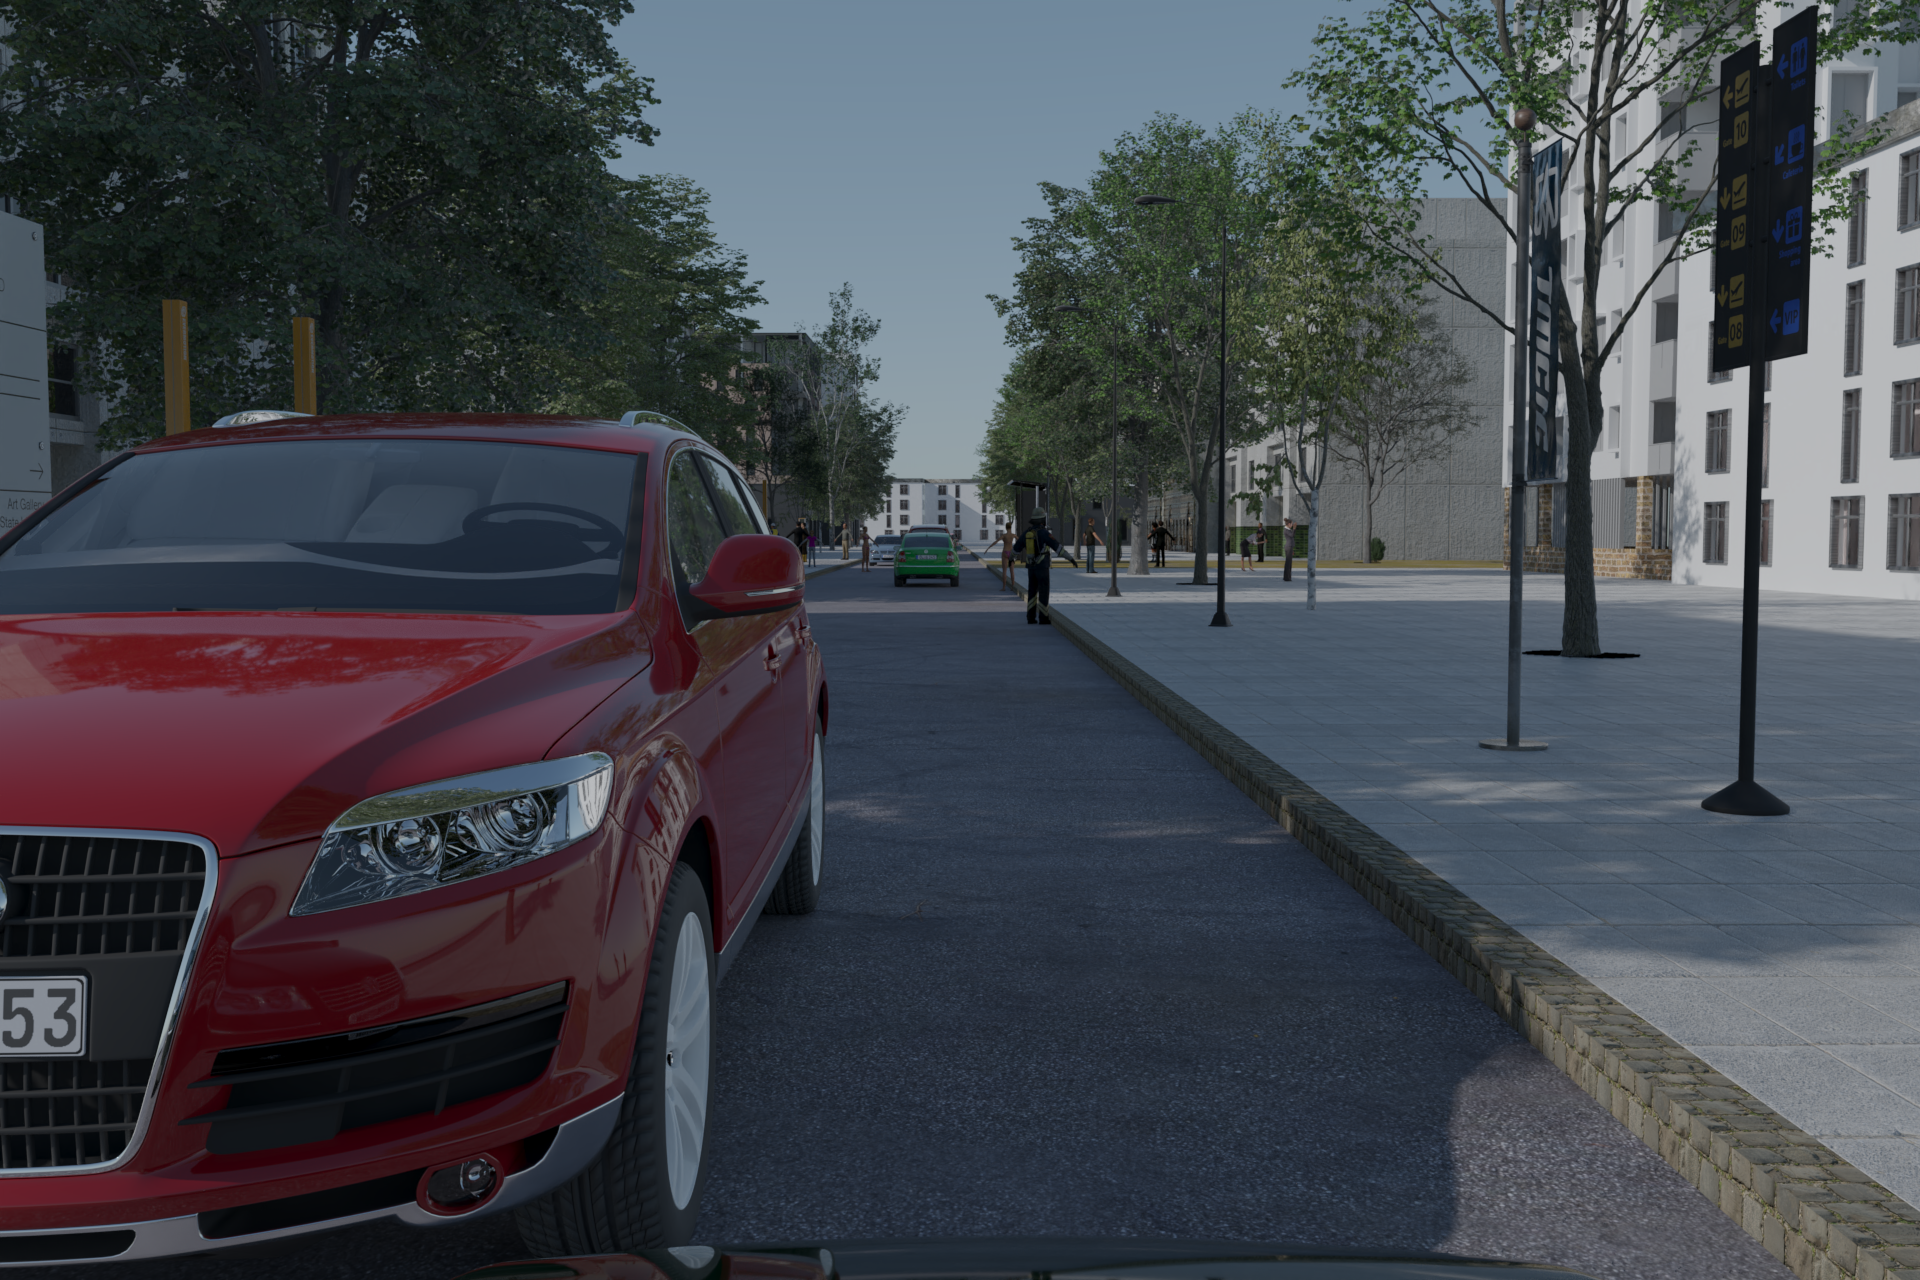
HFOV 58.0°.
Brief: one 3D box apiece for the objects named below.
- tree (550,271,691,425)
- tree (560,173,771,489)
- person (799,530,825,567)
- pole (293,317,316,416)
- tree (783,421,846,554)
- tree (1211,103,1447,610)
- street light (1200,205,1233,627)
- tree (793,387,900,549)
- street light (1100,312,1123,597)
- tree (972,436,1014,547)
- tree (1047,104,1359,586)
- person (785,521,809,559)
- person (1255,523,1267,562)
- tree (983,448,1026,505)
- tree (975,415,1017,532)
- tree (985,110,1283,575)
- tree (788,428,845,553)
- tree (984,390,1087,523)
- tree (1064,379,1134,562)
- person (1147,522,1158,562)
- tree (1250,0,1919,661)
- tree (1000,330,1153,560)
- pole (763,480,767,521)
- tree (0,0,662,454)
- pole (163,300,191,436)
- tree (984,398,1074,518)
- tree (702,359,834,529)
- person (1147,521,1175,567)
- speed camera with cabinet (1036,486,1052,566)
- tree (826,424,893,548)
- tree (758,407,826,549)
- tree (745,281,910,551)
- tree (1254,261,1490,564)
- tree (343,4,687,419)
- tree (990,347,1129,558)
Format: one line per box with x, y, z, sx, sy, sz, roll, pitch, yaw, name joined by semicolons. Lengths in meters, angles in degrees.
-8.939;-5.900;46.828;4.360;8.622;3.978;0;3;0;tree
-9.655;-8.386;55.231;7.486;12.596;7.792;0;3;0;tree
-5.726;-3.529;66.965;0.991;1.433;0.599;0;4;-7;person
-6.188;-1.381;16.428;0.158;3.312;0.155;0;3;0;pole
-9.518;-9.751;109.789;4.737;8.622;4.395;0;3;0;tree
6.057;-4.832;29.370;4.737;8.622;4.395;0;3;0;tree
4.171;-3.142;23.920;1.470;5.913;1.316;0;4;-1;street light
-9.966;-14.880;149.950;9.857;13.997;8.962;0;3;0;tree
3.701;-3.842;35.366;1.470;5.913;1.316;0;4;-1;street light
4.963;-14.781;167.418;9.928;11.665;9.643;0;3;0;tree
6.016;-7.181;43.167;9.928;11.665;9.643;0;3;0;tree
-6.904;-4.162;73.980;1.347;1.837;0.705;-1;4;-10;person
13.595;-4.419;78.475;0.704;1.802;1.346;-1;4;-23;person
5.215;-12.577;140.049;7.601;10.594;8.767;-2;4;-28;tree
5.216;-14.626;157.263;7.486;12.596;7.792;0;3;0;tree
5.640;-9.023;54.179;9.857;13.997;8.962;0;3;0;tree
-9.286;-10.196;117.072;4.360;8.622;3.978;0;3;0;tree
5.048;-11.880;112.370;7.486;12.596;7.792;0;3;0;tree
6.842;-7.888;79.334;4.360;8.622;3.978;0;3;0;tree
8.842;-4.457;79.019;0.704;1.843;1.345;3;5;40;person
6.481;-5.640;17.969;9.928;11.665;9.643;0;3;0;tree
5.761;-9.790;85.822;9.928;11.665;9.643;0;3;0;tree
-7.348;-4.370;65.290;0.158;3.312;0.155;0;3;0;pole
-8.848;-7.171;23.902;9.857;13.997;8.962;0;3;0;tree
-6.852;-1.307;15.215;0.158;3.312;0.155;0;3;0;pole
5.223;-12.614;124.359;7.486;12.596;7.792;0;3;0;tree
-10.121;-9.646;92.120;7.601;10.594;8.767;1;4;15;tree
7.808;-3.750;67.491;1.347;1.806;0.705;-1;4;-18;person
3.398;-4.682;70.893;0.660;3.252;2.038;0;4;-1;speed camera with cabinet
-10.139;-15.002;163.401;7.486;12.596;7.792;0;3;0;tree
-9.165;-9.138;99.761;4.360;8.622;3.978;0;3;0;tree
-10.175;-16.904;132.264;12.611;20.169;13.585;0;3;0;tree
17.994;-10.095;75.426;12.009;13.543;11.850;0;3;0;tree
-9.651;-7.285;37.229;7.486;12.596;7.792;0;3;0;tree
5.468;-10.306;94.258;9.928;11.665;9.643;0;3;0;tree
